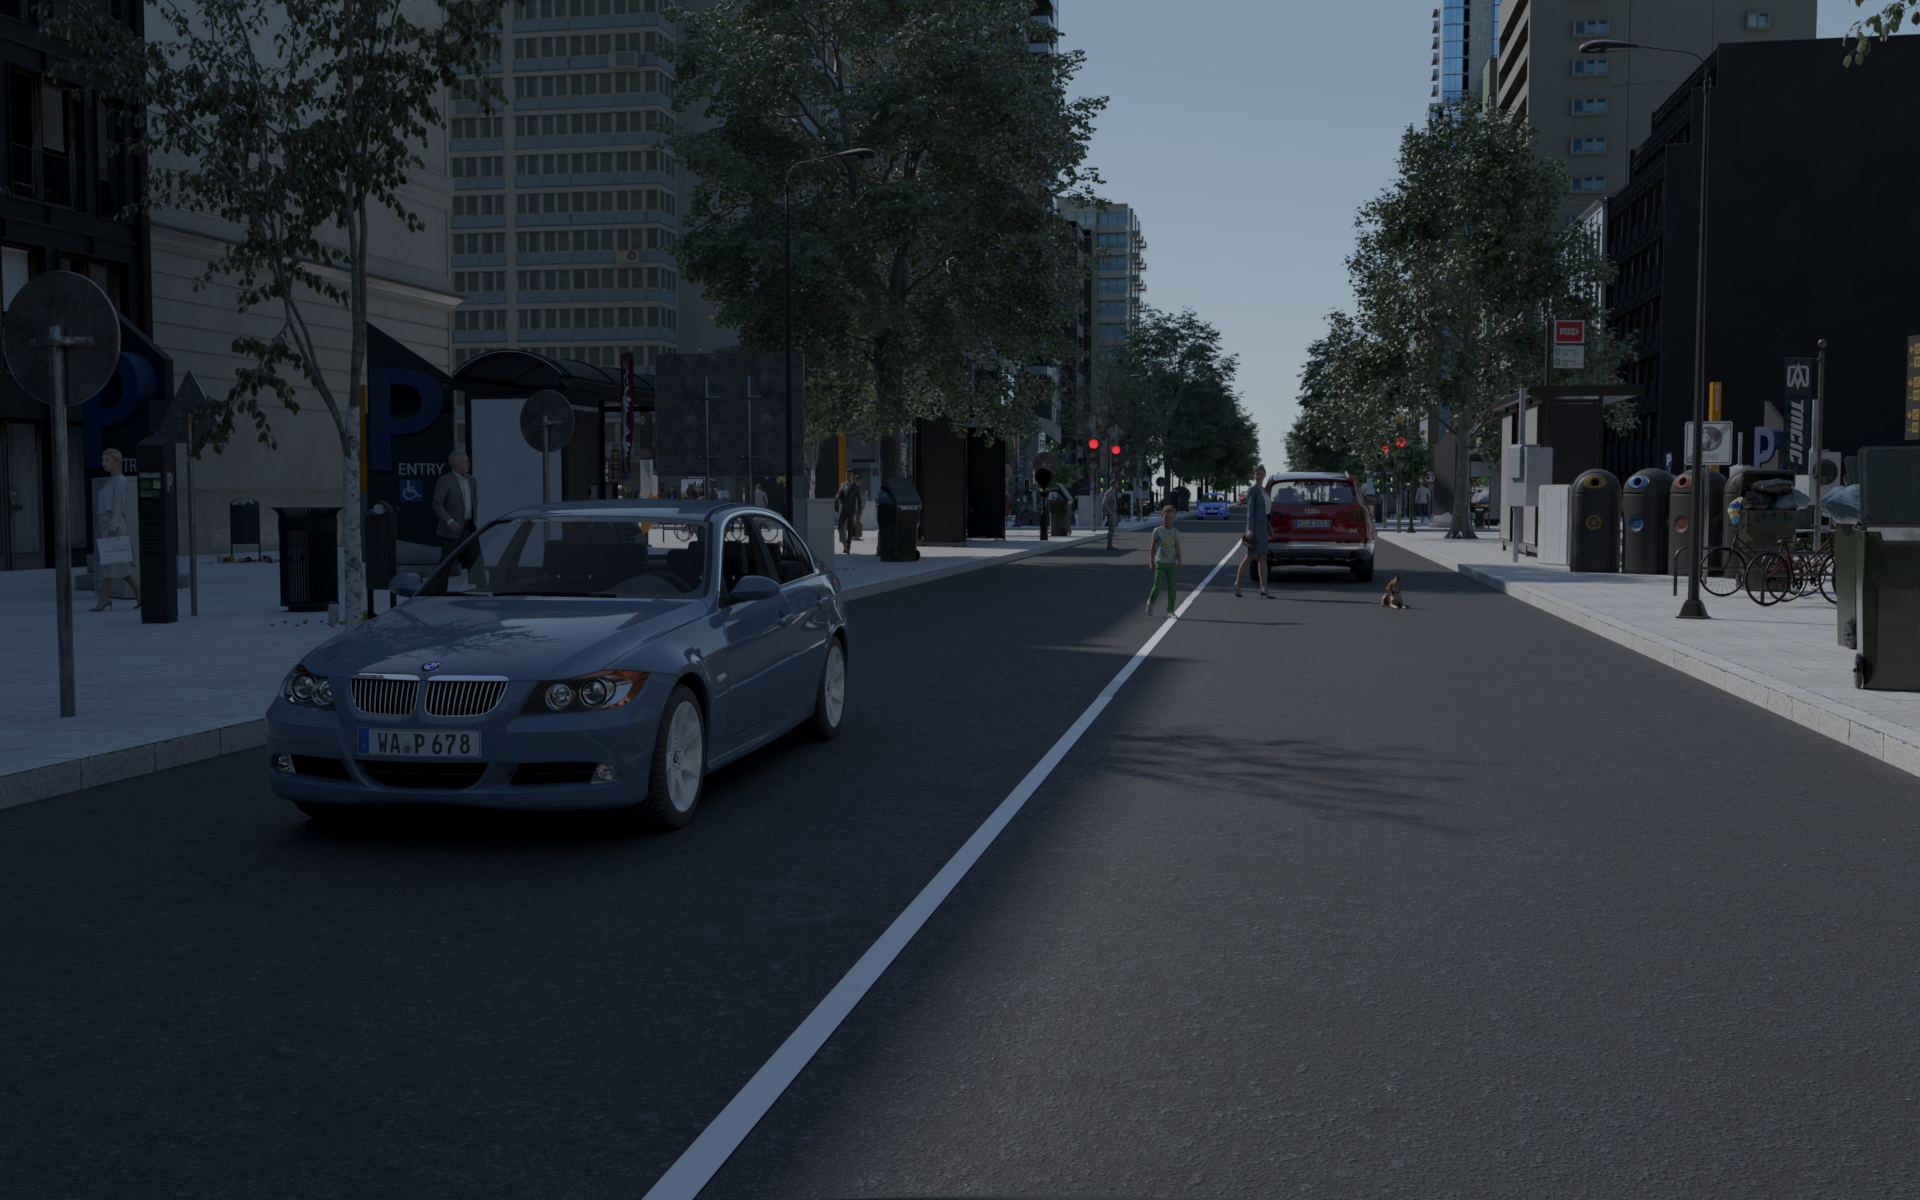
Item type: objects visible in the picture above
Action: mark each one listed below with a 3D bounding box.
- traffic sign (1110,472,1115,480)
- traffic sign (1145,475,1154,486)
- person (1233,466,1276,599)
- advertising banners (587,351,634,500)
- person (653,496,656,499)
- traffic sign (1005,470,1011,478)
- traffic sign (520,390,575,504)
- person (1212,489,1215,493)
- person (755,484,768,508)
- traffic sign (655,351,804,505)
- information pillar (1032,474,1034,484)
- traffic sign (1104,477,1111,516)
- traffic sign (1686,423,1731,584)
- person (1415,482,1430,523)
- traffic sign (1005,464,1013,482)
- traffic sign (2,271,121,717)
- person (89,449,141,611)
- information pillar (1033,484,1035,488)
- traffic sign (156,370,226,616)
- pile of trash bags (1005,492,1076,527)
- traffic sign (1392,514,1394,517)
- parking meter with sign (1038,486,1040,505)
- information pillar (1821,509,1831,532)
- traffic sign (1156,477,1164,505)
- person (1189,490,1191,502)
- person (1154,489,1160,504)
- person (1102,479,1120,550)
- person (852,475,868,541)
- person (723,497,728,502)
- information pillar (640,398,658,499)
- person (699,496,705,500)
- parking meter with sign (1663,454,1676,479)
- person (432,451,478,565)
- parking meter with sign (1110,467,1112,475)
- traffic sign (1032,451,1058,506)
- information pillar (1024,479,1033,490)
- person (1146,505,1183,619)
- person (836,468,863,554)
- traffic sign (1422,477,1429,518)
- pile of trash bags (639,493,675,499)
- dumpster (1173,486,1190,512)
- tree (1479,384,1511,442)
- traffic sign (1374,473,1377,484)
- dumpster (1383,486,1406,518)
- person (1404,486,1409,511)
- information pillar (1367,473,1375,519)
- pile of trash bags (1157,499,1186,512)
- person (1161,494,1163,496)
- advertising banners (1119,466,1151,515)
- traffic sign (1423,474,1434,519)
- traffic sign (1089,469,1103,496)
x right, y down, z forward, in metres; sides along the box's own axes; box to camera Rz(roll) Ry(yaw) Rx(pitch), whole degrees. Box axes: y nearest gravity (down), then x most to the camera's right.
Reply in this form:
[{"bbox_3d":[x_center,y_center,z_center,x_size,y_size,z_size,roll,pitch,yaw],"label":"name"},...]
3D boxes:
[{"bbox_3d":[9.146,-6.355,103.902,0.884,2.594,0.081,1,4,14],"label":"traffic sign"},{"bbox_3d":[11.838,-6.725,109.952,0.884,2.594,0.081,1,4,18],"label":"traffic sign"},{"bbox_3d":[4.080,-0.940,23.895,0.581,1.822,0.654,-2,4,-34],"label":"person"},{"bbox_3d":[-4.457,-1.586,22.125,0.090,3.025,2.074,-2,4,-27],"label":"advertising banners"},{"bbox_3d":[-11.043,-3.172,62.925,0.382,1.210,0.505,-1,4,-11],"label":"person"},{"bbox_3d":[1.269,-3.558,58.176,0.884,2.594,0.081,1,4,14],"label":"traffic sign"},{"bbox_3d":[-5.071,-1.292,21.227,0.768,2.556,0.104,1,4,19],"label":"traffic sign"},{"bbox_3d":[18.141,-7.068,124.163,0.391,1.810,0.635,0,4,1],"label":"person"},{"bbox_3d":[-7.778,-3.591,67.306,0.635,1.810,0.391,-1,4,-12],"label":"person"},{"bbox_3d":[-3.339,-1.903,24.991,2.265,3.308,0.079,1,4,13],"label":"traffic sign"},{"bbox_3d":[5.561,-8.592,131.829,0.183,3.616,0.504,0,4,7],"label":"information pillar"},{"bbox_3d":[8.703,-6.187,103.293,0.606,2.300,0.079,1,4,14],"label":"traffic sign"},{"bbox_3d":[10.565,-1.369,24.505,0.606,2.300,0.079,1,4,17],"label":"traffic sign"},{"bbox_3d":[20.903,-4.421,78.166,0.661,1.843,0.795,0,4,-3],"label":"person"},{"bbox_3d":[1.802,-4.385,71.795,0.768,2.556,0.104,1,4,12],"label":"traffic sign"},{"bbox_3d":[-5.149,-0.600,9.920,0.768,2.556,0.104,1,4,12],"label":"traffic sign"},{"bbox_3d":[-9.271,-0.776,19.083,0.624,1.780,0.694,-2,4,-24],"label":"person"},{"bbox_3d":[5.207,-7.308,123.971,0.304,2.012,0.304,0,4,-1],"label":"information pillar"},{"bbox_3d":[-8.076,-1.112,18.193,0.884,2.594,0.081,1,4,11],"label":"traffic sign"},{"bbox_3d":[2.876,-3.647,69.375,3.447,1.369,1.912,-2,4,-34],"label":"pile of trash bags"},{"bbox_3d":[23.791,-5.810,95.101,0.768,2.556,0.104,1,4,13],"label":"traffic sign"},{"bbox_3d":[4.577,-5.248,82.066,1.738,3.016,0.543,0,4,-2],"label":"parking meter with sign"},{"bbox_3d":[22.608,-2.499,45.354,0.304,2.012,0.304,1,4,9],"label":"information pillar"},{"bbox_3d":[14.567,-7.685,125.763,0.768,2.556,0.104,1,4,19],"label":"traffic sign"},{"bbox_3d":[35.532,-16.041,268.174,0.709,1.838,0.599,0,4,5],"label":"person"},{"bbox_3d":[24.588,-12.867,216.053,0.705,1.869,1.348,-3,4,-39],"label":"person"},{"bbox_3d":[3.907,-2.200,44.570,0.391,1.810,0.635,1,4,17],"label":"person"},{"bbox_3d":[-2.733,-2.527,47.538,0.466,1.800,0.511,-1,4,-20],"label":"person"},{"bbox_3d":[-10.649,-4.171,79.736,0.738,1.151,1.012,2,4,29],"label":"person"},{"bbox_3d":[-7.577,-3.088,41.841,0.183,3.616,0.504,-3,4,-39],"label":"information pillar"},{"bbox_3d":[-8.003,-2.576,53.175,0.505,1.210,0.382,3,4,38],"label":"person"},{"bbox_3d":[31.904,-4.892,76.249,1.738,3.016,0.543,3,5,43],"label":"parking meter with sign"},{"bbox_3d":[-5.690,-0.823,19.898,0.834,1.777,0.661,1,4,23],"label":"person"},{"bbox_3d":[10.377,-6.929,109.556,1.738,3.016,0.543,-1,4,-11],"label":"parking meter with sign"},{"bbox_3d":[2.527,-3.156,51.708,0.768,2.556,0.104,1,4,11],"label":"traffic sign"},{"bbox_3d":[3.212,-4.788,82.768,0.304,2.012,0.304,1,4,9],"label":"information pillar"},{"bbox_3d":[2.357,-0.443,19.990,0.306,1.304,0.590,-2,4,-23],"label":"person"},{"bbox_3d":[-2.381,-1.908,37.209,0.622,1.834,0.822,1,4,11],"label":"person"},{"bbox_3d":[24.681,-5.570,91.175,0.768,2.556,0.104,1,4,13],"label":"traffic sign"},{"bbox_3d":[-12.364,-3.803,71.924,1.912,1.369,3.447,1,4,17],"label":"pile of trash bags"},{"bbox_3d":[15.810,-7.239,124.109,1.264,1.857,1.865,1,4,11],"label":"dumpster"},{"bbox_3d":[30.136,-8.901,95.891,4.737,8.622,4.395,0,3,0],"label":"tree"},{"bbox_3d":[19.746,-4.847,81.371,0.606,2.300,0.079,1,4,16],"label":"traffic sign"},{"bbox_3d":[23.164,-5.309,92.566,1.264,1.857,1.865,1,4,11],"label":"dumpster"},{"bbox_3d":[24.867,-5.482,96.431,0.760,1.731,0.466,0,4,-6],"label":"person"},{"bbox_3d":[21.405,-6.043,90.164,0.183,3.616,0.504,-3,5,-39],"label":"information pillar"},{"bbox_3d":[15.969,-7.246,128.229,1.912,1.369,3.447,2,4,30],"label":"pile of trash bags"},{"bbox_3d":[24.499,-12.256,206.452,1.348,1.821,0.705,3,4,36],"label":"person"},{"bbox_3d":[10.684,-6.739,106.364,2.074,3.025,0.090,1,4,16],"label":"advertising banners"},{"bbox_3d":[23.985,-5.397,88.352,0.768,2.556,0.104,1,4,20],"label":"traffic sign"},{"bbox_3d":[6.493,-5.028,82.316,0.768,2.556,0.104,1,4,19],"label":"traffic sign"}]
